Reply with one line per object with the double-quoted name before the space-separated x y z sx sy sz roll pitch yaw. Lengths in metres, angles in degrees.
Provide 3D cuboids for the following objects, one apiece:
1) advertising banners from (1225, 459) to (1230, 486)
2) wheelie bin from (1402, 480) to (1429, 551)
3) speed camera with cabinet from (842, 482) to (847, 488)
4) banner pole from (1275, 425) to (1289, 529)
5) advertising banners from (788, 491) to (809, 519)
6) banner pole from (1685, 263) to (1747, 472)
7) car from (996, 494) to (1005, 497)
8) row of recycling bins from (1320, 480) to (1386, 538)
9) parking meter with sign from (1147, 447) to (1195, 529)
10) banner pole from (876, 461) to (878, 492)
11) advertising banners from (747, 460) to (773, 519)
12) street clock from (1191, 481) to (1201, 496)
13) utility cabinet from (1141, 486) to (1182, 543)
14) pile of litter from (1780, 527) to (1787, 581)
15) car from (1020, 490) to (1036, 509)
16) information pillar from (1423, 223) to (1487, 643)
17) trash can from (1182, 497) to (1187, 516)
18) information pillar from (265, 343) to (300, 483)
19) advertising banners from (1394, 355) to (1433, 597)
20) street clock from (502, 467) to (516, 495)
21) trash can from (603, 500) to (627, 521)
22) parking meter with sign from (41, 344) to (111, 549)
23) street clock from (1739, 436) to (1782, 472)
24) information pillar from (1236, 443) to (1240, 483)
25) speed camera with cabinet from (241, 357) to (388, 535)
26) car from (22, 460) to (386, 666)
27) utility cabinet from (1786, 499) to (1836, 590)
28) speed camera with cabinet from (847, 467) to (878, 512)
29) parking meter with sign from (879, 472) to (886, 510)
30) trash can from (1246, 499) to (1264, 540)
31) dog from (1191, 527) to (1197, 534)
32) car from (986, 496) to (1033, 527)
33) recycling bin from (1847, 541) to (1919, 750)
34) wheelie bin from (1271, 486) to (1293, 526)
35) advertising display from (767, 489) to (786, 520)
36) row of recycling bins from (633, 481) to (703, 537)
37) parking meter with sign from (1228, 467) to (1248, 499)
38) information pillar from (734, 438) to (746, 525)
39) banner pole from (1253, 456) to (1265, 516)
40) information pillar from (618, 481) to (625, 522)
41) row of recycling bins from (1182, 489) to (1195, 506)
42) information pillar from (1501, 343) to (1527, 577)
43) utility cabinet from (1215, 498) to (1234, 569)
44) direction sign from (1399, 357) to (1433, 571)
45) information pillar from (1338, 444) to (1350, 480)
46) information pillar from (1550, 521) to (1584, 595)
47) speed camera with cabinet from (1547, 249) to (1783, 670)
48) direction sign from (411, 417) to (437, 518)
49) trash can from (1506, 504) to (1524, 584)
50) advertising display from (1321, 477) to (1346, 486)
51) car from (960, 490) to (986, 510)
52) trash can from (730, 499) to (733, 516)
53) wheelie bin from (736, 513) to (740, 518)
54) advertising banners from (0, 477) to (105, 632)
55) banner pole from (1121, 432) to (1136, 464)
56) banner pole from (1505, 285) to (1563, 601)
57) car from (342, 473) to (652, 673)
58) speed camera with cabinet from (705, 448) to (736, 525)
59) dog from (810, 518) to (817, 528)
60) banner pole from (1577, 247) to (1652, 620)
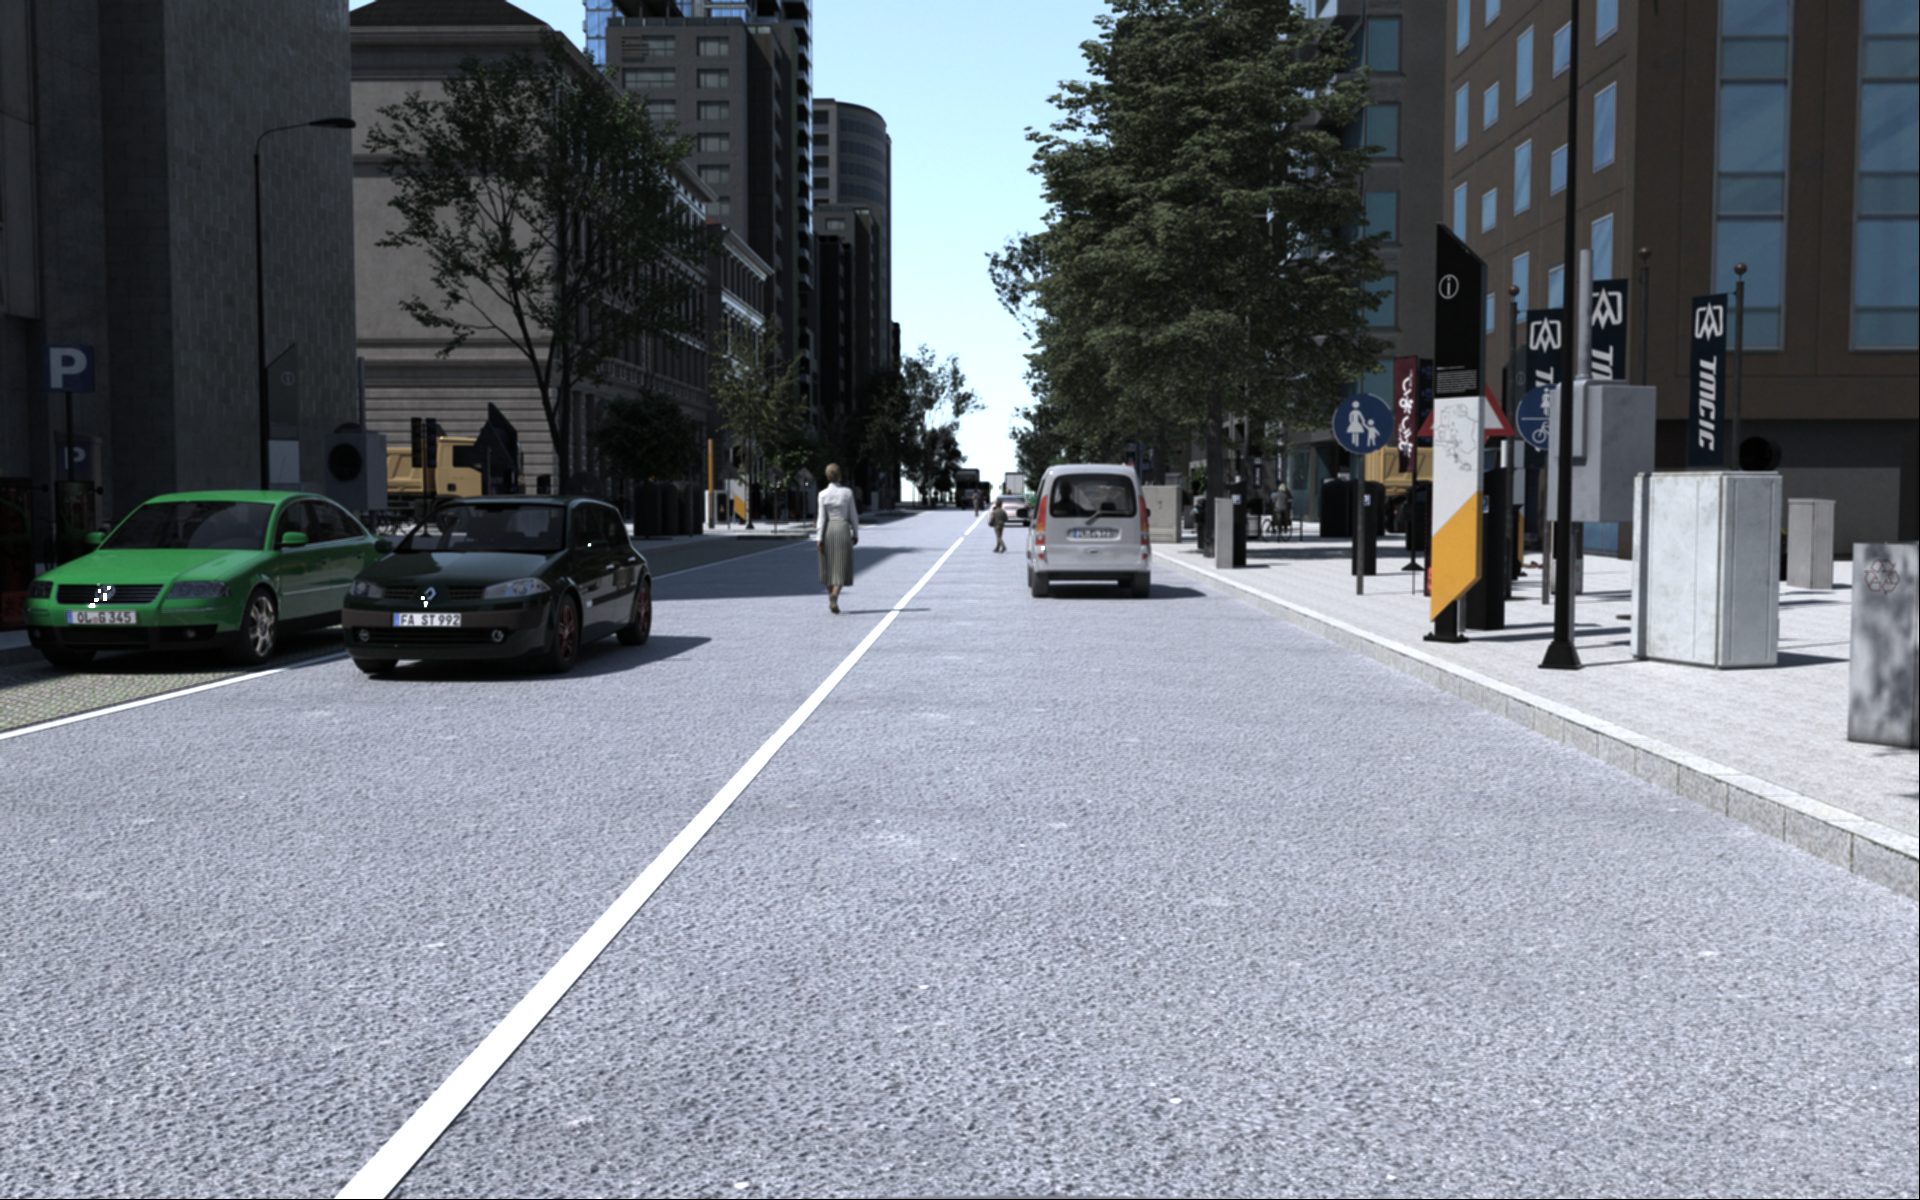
"advertising banners" 13.669 -5.505 86.201 0.090 3.025 2.074 3 4 36
"wheelie bin" 10.450 -1.914 39.207 0.693 1.594 0.980 -1 4 -18
"speed camera with cabinet" -8.208 -8.211 128.579 0.660 3.252 2.038 2 4 24
"banner pole" 11.730 -4.469 63.084 0.401 3.779 0.863 -2 4 -23
"advertising banners" -8.532 -5.634 88.310 0.090 3.025 2.074 3 5 44
"banner pole" 8.353 -1.777 19.078 0.401 3.779 0.863 -2 4 -26
"car" 6.637 -15.626 267.288 2.131 1.459 4.920 0 4 3
"row of recycling bins" 11.952 -2.771 52.425 1.069 1.692 3.534 3 4 37
"parking meter with sign" 7.744 -4.105 63.383 1.738 3.016 0.543 1 4 22
"banner pole" -6.327 -8.690 132.096 0.401 3.779 0.863 0 4 -2
"advertising banners" -10.308 -5.613 87.955 2.074 3.025 0.090 1 4 22
"street clock" 12.758 -5.449 93.659 0.471 2.002 0.358 -1 4 -12
"utility cabinet" 5.222 -2.247 45.413 1.173 1.500 0.318 3 4 36
"pile of litter" 11.903 -0.726 25.829 1.719 0.858 1.176 0 4 6
"car" 5.584 -8.201 142.883 1.959 1.807 4.718 0 4 3
"information pillar" 4.273 -1.439 14.883 0.183 3.616 0.504 -3 4 -36
"trash can" 12.884 -5.442 100.623 0.748 1.137 0.748 0 3 0
"information pillar" -10.467 -2.169 26.822 0.183 3.616 0.504 3 5 44
"advertising banners" 5.928 -1.542 21.407 0.090 3.025 2.074 -1 4 -19
"street clock" -12.138 -2.574 46.650 0.358 2.002 0.471 0 4 -5
"trash can" -8.394 -1.839 41.728 0.748 1.137 0.748 0 3 0
"parking meter with sign" -10.698 -1.519 21.093 0.543 3.016 1.738 -1 4 -19
"street clock" 10.011 -1.051 21.753 0.358 2.002 0.471 -3 5 -40
"information pillar" 12.689 -5.370 79.150 0.183 3.616 0.504 0 4 -5
"speed camera with cabinet" -9.355 -1.879 25.055 2.038 3.252 0.660 1 4 13
"car" -6.666 -0.427 15.782 1.959 1.807 4.718 0 4 0
"utility cabinet" 11.655 -0.768 23.725 0.306 1.237 1.020 1 4 8
"speed camera with cabinet" -6.978 -8.031 125.643 2.038 3.252 0.660 -1 4 -14
"parking meter with sign" -6.276 -8.657 137.807 0.543 3.016 1.738 0 4 3
"trash can" 8.222 -2.288 49.060 0.748 1.137 0.748 0 3 0
"dog" 8.147 -2.450 60.252 0.748 0.427 0.550 -1 4 -10
"car" 2.226 -3.973 77.313 2.083 1.381 4.827 0 4 0
"recycling bin" 5.090 0.224 8.885 0.722 1.027 0.722 -2 4 -35
"wheelie bin" 12.941 -3.787 69.830 0.980 1.594 0.693 -3 5 -41
"advertising display" -9.251 -5.016 87.228 0.974 1.923 0.123 0 4 0
"row of recycling bins" -9.014 -2.862 53.908 1.069 1.692 3.534 1 4 19
"parking meter with sign" 17.435 -6.983 110.425 1.738 3.016 0.543 1 4 10
"information pillar" -9.194 -4.955 72.374 0.504 3.616 0.183 0 4 -6
"banner pole" 17.285 -6.705 99.650 0.863 3.779 0.401 0 4 5
"information pillar" -15.512 -4.582 79.409 0.304 2.012 0.304 0 4 -6
"row of recycling bins" 15.353 -7.165 124.255 3.534 1.692 1.069 -1 4 -15
"information pillar" 8.579 -2.170 26.827 0.504 3.616 0.183 -2 4 -32
"utility cabinet" 4.604 -1.161 30.142 0.306 1.237 1.020 0 4 6
"direction sign" 7.597 -2.259 28.938 0.876 3.537 0.379 -3 4 -38
"information pillar" 15.131 -4.702 68.224 0.504 3.616 0.183 -1 4 -19
"information pillar" 7.722 -1.071 21.998 0.304 2.012 0.304 3 5 45
"speed camera with cabinet" 5.464 -1.174 13.529 0.660 3.252 2.038 -1 4 -18
"direction sign" -15.923 -3.640 51.515 0.379 3.537 0.876 2 4 34
"trash can" 7.628 -0.795 24.647 0.748 1.137 0.748 0 3 0
"advertising display" 14.364 -3.757 66.640 0.974 1.923 0.123 -1 4 -13
"car" 1.184 -9.158 158.401 2.281 1.827 5.304 0 3 0
"trash can" -13.334 -5.454 100.833 0.748 1.137 0.748 0 3 0
"wheelie bin" -11.659 -5.145 92.029 0.980 1.594 0.693 0 4 -2
"advertising banners" -8.872 -1.225 16.212 0.090 3.025 2.074 1 4 19
"banner pole" 6.790 -4.910 70.296 0.863 3.779 0.401 -2 4 -26
"banner pole" 6.835 -1.880 20.760 0.863 3.779 0.401 3 4 36
"car" -3.919 -0.328 15.148 2.009 1.686 4.222 0 4 3
"speed camera with cabinet" -9.983 -4.849 73.614 0.660 3.252 2.038 2 4 31
"dog" -5.946 -3.210 72.671 0.550 0.427 0.748 -3 4 -38
"banner pole" 6.748 -1.699 17.788 0.863 3.779 0.401 2 4 30
